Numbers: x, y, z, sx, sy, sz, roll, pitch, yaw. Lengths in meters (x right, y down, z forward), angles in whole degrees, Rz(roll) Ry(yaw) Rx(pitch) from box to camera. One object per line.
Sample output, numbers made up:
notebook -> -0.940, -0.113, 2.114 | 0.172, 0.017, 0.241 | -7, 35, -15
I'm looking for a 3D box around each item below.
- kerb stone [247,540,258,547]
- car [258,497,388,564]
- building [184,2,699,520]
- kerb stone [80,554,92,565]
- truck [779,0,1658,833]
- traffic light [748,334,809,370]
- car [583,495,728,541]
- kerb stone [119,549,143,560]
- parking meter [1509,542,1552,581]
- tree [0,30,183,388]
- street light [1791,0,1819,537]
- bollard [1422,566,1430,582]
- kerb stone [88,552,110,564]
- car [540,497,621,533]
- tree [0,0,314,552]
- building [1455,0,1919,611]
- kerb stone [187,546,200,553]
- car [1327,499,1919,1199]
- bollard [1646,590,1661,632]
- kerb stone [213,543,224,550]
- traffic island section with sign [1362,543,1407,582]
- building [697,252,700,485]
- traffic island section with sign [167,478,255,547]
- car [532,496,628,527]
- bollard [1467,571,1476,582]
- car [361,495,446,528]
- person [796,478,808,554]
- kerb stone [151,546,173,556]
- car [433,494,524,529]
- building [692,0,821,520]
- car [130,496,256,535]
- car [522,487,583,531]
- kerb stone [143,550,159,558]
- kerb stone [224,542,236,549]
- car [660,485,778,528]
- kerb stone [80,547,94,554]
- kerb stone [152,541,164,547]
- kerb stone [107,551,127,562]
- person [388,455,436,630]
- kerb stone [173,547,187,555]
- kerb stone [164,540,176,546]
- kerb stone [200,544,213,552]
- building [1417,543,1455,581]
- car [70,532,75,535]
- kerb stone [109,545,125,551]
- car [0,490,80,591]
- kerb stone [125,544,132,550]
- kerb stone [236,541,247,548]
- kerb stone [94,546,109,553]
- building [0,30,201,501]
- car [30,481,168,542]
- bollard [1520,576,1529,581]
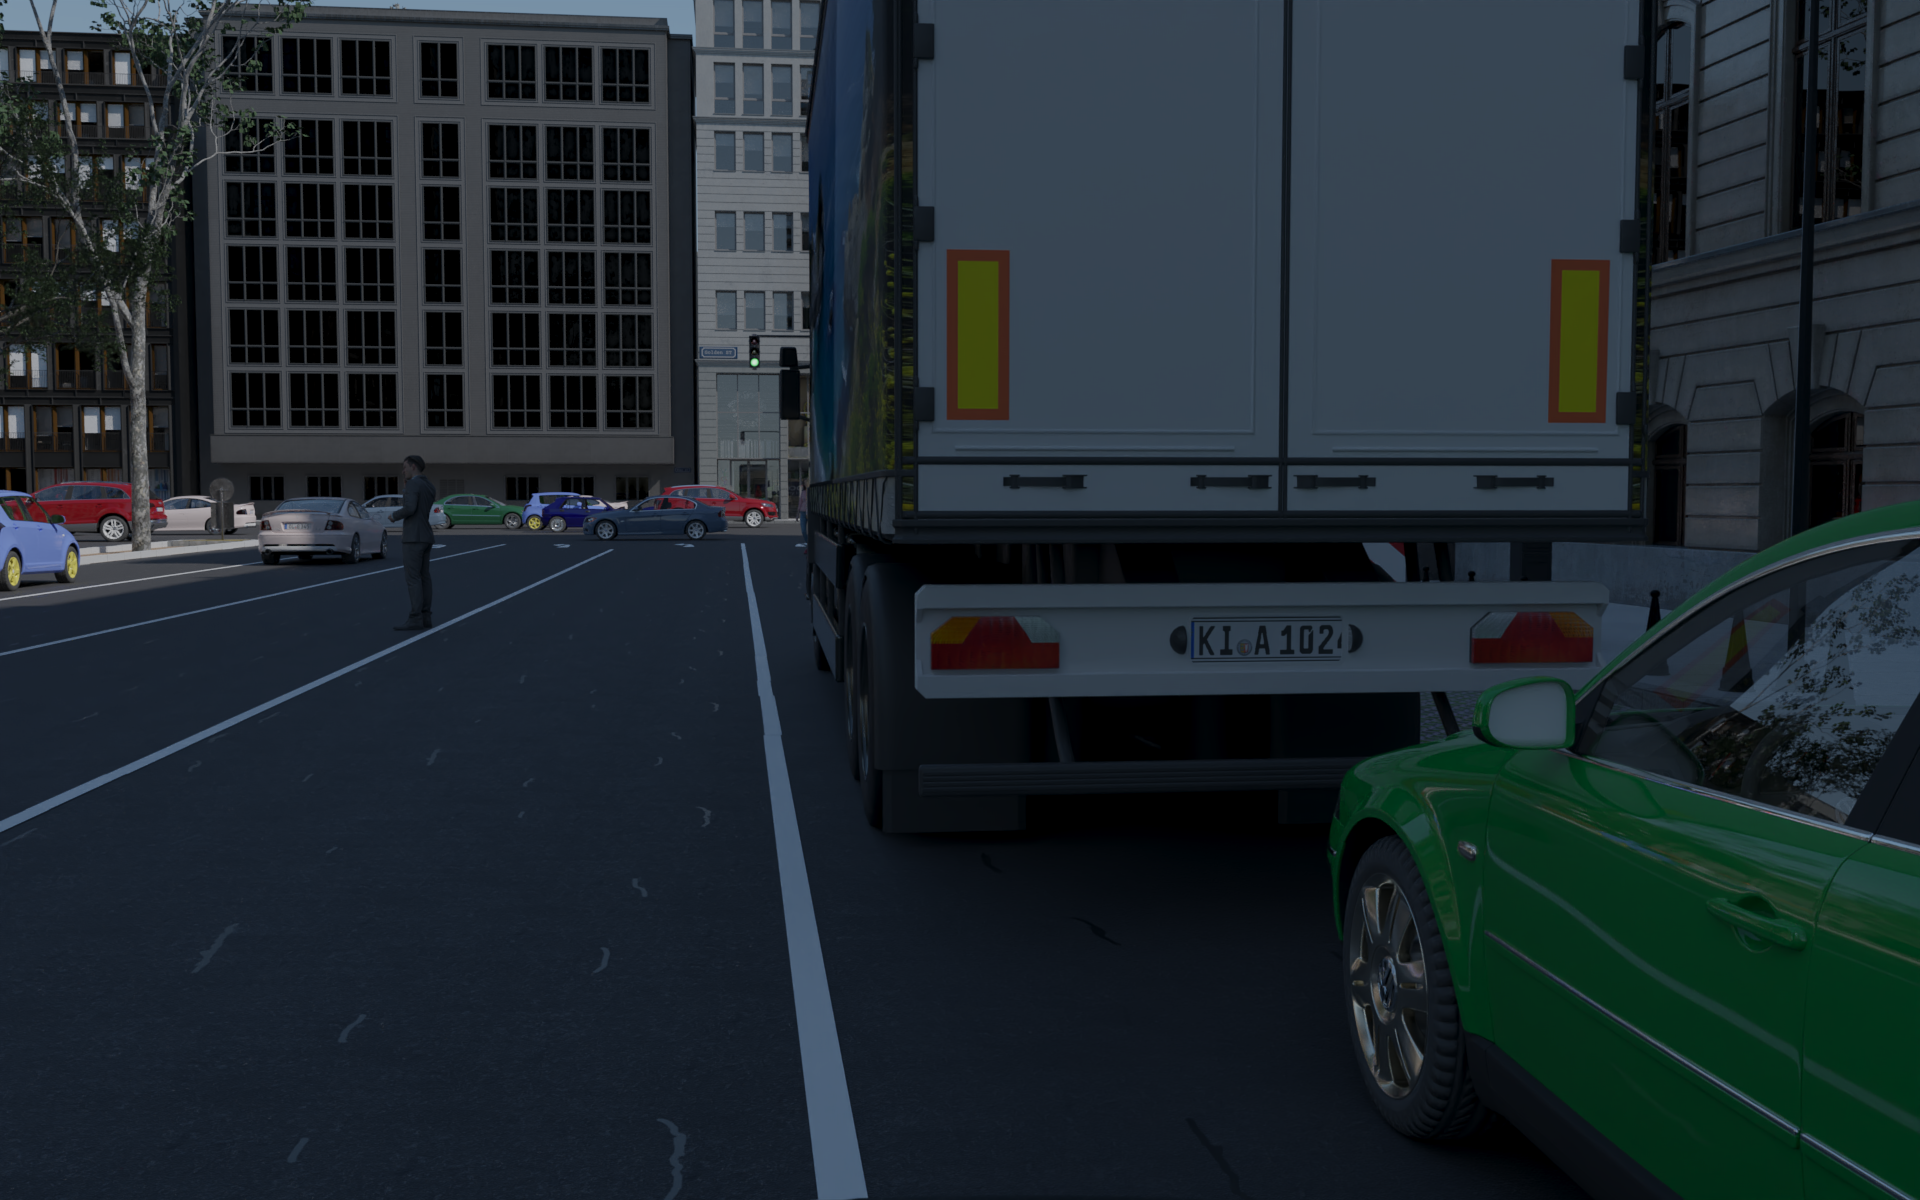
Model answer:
kerb stone -> -19.445, -1.533, 47.278 | 0.120, 0.150, 1.000 | 0, 4, -7
car -> -13.468, -1.493, 36.780 | 2.083, 1.381, 4.827 | 0, 4, -7
building -> -25.898, -18.166, 90.529 | 24.014, 27.812, 14.314 | 0, 4, -7
kerb stone -> -17.842, -0.784, 35.019 | 0.120, 0.150, 1.000 | 0, 4, -7
truck -> 0.347, -1.340, 10.820 | 2.839, 4.237, 11.283 | 0, 4, -7
traffic light -> -3.635, -4.583, 49.596 | 4.771, 5.953, 1.251 | 0, 4, -7
car -> -9.530, -2.586, 54.284 | 4.499, 1.417, 2.014 | 0, 4, -7
kerb stone -> -18.256, -0.972, 38.084 | 0.120, 0.150, 1.000 | 0, 4, -7
parking meter -> 4.875, -0.555, 14.779 | 0.255, 1.863, 0.399 | 0, 4, -1
tree -> -18.387, -5.799, 31.681 | 8.767, 10.594, 7.601 | 0, 4, -7
street light -> 4.921, -2.357, 11.084 | 1.470, 5.913, 1.316 | 0, 4, -7
bollard -> 4.408, -0.022, 16.402 | 0.229, 0.601, 0.229 | 0, 3, 0
kerb stone -> -17.988, -0.846, 36.039 | 0.120, 0.150, 1.000 | 0, 4, -7
car -> -13.817, -3.229, 65.380 | 3.894, 1.354, 1.945 | -1, 4, -9
tree -> -20.933, -11.208, 41.594 | 12.611, 20.169, 13.585 | 0, 3, 0
building -> 14.384, -11.553, 7.984 | 14.460, 24.649, 34.723 | 0, 4, -7
kerb stone -> -18.786, -1.221, 42.159 | 0.120, 0.150, 1.000 | 0, 4, -7
car -> 1.961, 0.380, 2.579 | 1.959, 1.807, 4.718 | 0, 4, -6
bollard -> 4.937, 0.228, 12.316 | 0.229, 0.601, 0.229 | 0, 3, 0
kerb stone -> -19.049, -1.341, 44.198 | 0.120, 0.150, 1.000 | 0, 4, -7
traffic island section with sign -> 3.086, -0.370, 14.684 | 1.989, 1.847, 2.006 | 0, 4, -7
building -> -30.186, -34.746, 259.975 | 23.993, 40.220, 32.217 | 0, 4, -7
traffic island section with sign -> -20.585, -2.432, 47.898 | 2.006, 1.907, 1.989 | 0, 4, -7
car -> -16.747, -3.815, 74.731 | 4.827, 1.381, 2.083 | -1, 4, -9
bollard -> 4.538, 0.040, 15.380 | 0.229, 0.601, 0.229 | 0, 3, 0
car -> -21.877, -3.288, 65.768 | 4.499, 1.417, 2.014 | -1, 4, -9
person -> -3.634, -1.996, 41.148 | 0.555, 1.821, 0.388 | 0, 4, 5
kerb stone -> -18.510, -1.091, 40.123 | 0.120, 0.150, 1.000 | 0, 4, -7
car -> -19.820, -3.638, 71.284 | 4.920, 1.459, 2.131 | -1, 4, -8
building -> 0.965, -19.270, 92.565 | 29.804, 29.767, 11.434 | 0, 4, -7
car -> -27.356, -2.971, 60.935 | 4.827, 1.381, 2.083 | -1, 4, -9
car -> -15.475, -3.618, 68.745 | 3.694, 1.707, 1.945 | 0, 4, -6
kerb stone -> -18.381, -1.034, 39.104 | 0.120, 0.150, 1.000 | 0, 4, -7
kerb stone -> -19.175, -1.408, 45.217 | 0.120, 0.150, 1.000 | 0, 4, -7
car -> -10.401, -3.975, 73.659 | 5.304, 1.827, 2.281 | 0, 4, -6
kerb stone -> -20.716, -1.133, 40.809 | 0.120, 0.150, 1.000 | 0, 4, -7
kerb stone -> -21.387, -1.449, 45.917 | 0.120, 0.150, 1.000 | 0, 4, -7
kerb stone -> -18.120, -0.905, 37.066 | 0.120, 0.150, 1.000 | 0, 4, -7
person -> -5.860, -0.621, 18.456 | 0.447, 1.846, 0.655 | 0, 4, 3
kerb stone -> -18.654, -1.159, 41.140 | 0.120, 0.150, 1.000 | 0, 4, -7
kerb stone -> -21.514, -1.513, 46.939 | 0.120, 0.150, 1.000 | 0, 4, -7
kerb stone -> -18.913, -1.280, 43.179 | 0.120, 0.150, 1.000 | 0, 4, -7
building -> 10.072, -14.690, 37.452 | 12.463, 27.353, 25.104 | 0, 4, -7
car -> -32.480, -3.102, 59.760 | 4.494, 1.783, 2.155 | 0, 4, -6
kerb stone -> -20.979, -1.254, 42.862 | 0.120, 0.150, 1.000 | 0, 4, -7
car -> -14.953, -1.044, 26.668 | 1.945, 1.707, 3.694 | -1, 4, -8
kerb stone -> -21.112, -1.326, 43.880 | 0.120, 0.150, 1.000 | 0, 4, -7
kerb stone -> -19.317, -1.469, 46.248 | 0.120, 0.150, 1.000 | 0, 4, -7
kerb stone -> -20.856, -1.201, 41.832 | 0.120, 0.150, 1.000 | 0, 4, -7
building -> -45.553, -15.720, 86.695 | 15.834, 23.373, 12.332 | 0, 4, -7
car -> -26.881, -2.675, 52.403 | 5.304, 1.827, 2.281 | 0, 4, -8
bollard -> 4.673, 0.103, 14.362 | 0.229, 0.601, 0.229 | 0, 3, 0
